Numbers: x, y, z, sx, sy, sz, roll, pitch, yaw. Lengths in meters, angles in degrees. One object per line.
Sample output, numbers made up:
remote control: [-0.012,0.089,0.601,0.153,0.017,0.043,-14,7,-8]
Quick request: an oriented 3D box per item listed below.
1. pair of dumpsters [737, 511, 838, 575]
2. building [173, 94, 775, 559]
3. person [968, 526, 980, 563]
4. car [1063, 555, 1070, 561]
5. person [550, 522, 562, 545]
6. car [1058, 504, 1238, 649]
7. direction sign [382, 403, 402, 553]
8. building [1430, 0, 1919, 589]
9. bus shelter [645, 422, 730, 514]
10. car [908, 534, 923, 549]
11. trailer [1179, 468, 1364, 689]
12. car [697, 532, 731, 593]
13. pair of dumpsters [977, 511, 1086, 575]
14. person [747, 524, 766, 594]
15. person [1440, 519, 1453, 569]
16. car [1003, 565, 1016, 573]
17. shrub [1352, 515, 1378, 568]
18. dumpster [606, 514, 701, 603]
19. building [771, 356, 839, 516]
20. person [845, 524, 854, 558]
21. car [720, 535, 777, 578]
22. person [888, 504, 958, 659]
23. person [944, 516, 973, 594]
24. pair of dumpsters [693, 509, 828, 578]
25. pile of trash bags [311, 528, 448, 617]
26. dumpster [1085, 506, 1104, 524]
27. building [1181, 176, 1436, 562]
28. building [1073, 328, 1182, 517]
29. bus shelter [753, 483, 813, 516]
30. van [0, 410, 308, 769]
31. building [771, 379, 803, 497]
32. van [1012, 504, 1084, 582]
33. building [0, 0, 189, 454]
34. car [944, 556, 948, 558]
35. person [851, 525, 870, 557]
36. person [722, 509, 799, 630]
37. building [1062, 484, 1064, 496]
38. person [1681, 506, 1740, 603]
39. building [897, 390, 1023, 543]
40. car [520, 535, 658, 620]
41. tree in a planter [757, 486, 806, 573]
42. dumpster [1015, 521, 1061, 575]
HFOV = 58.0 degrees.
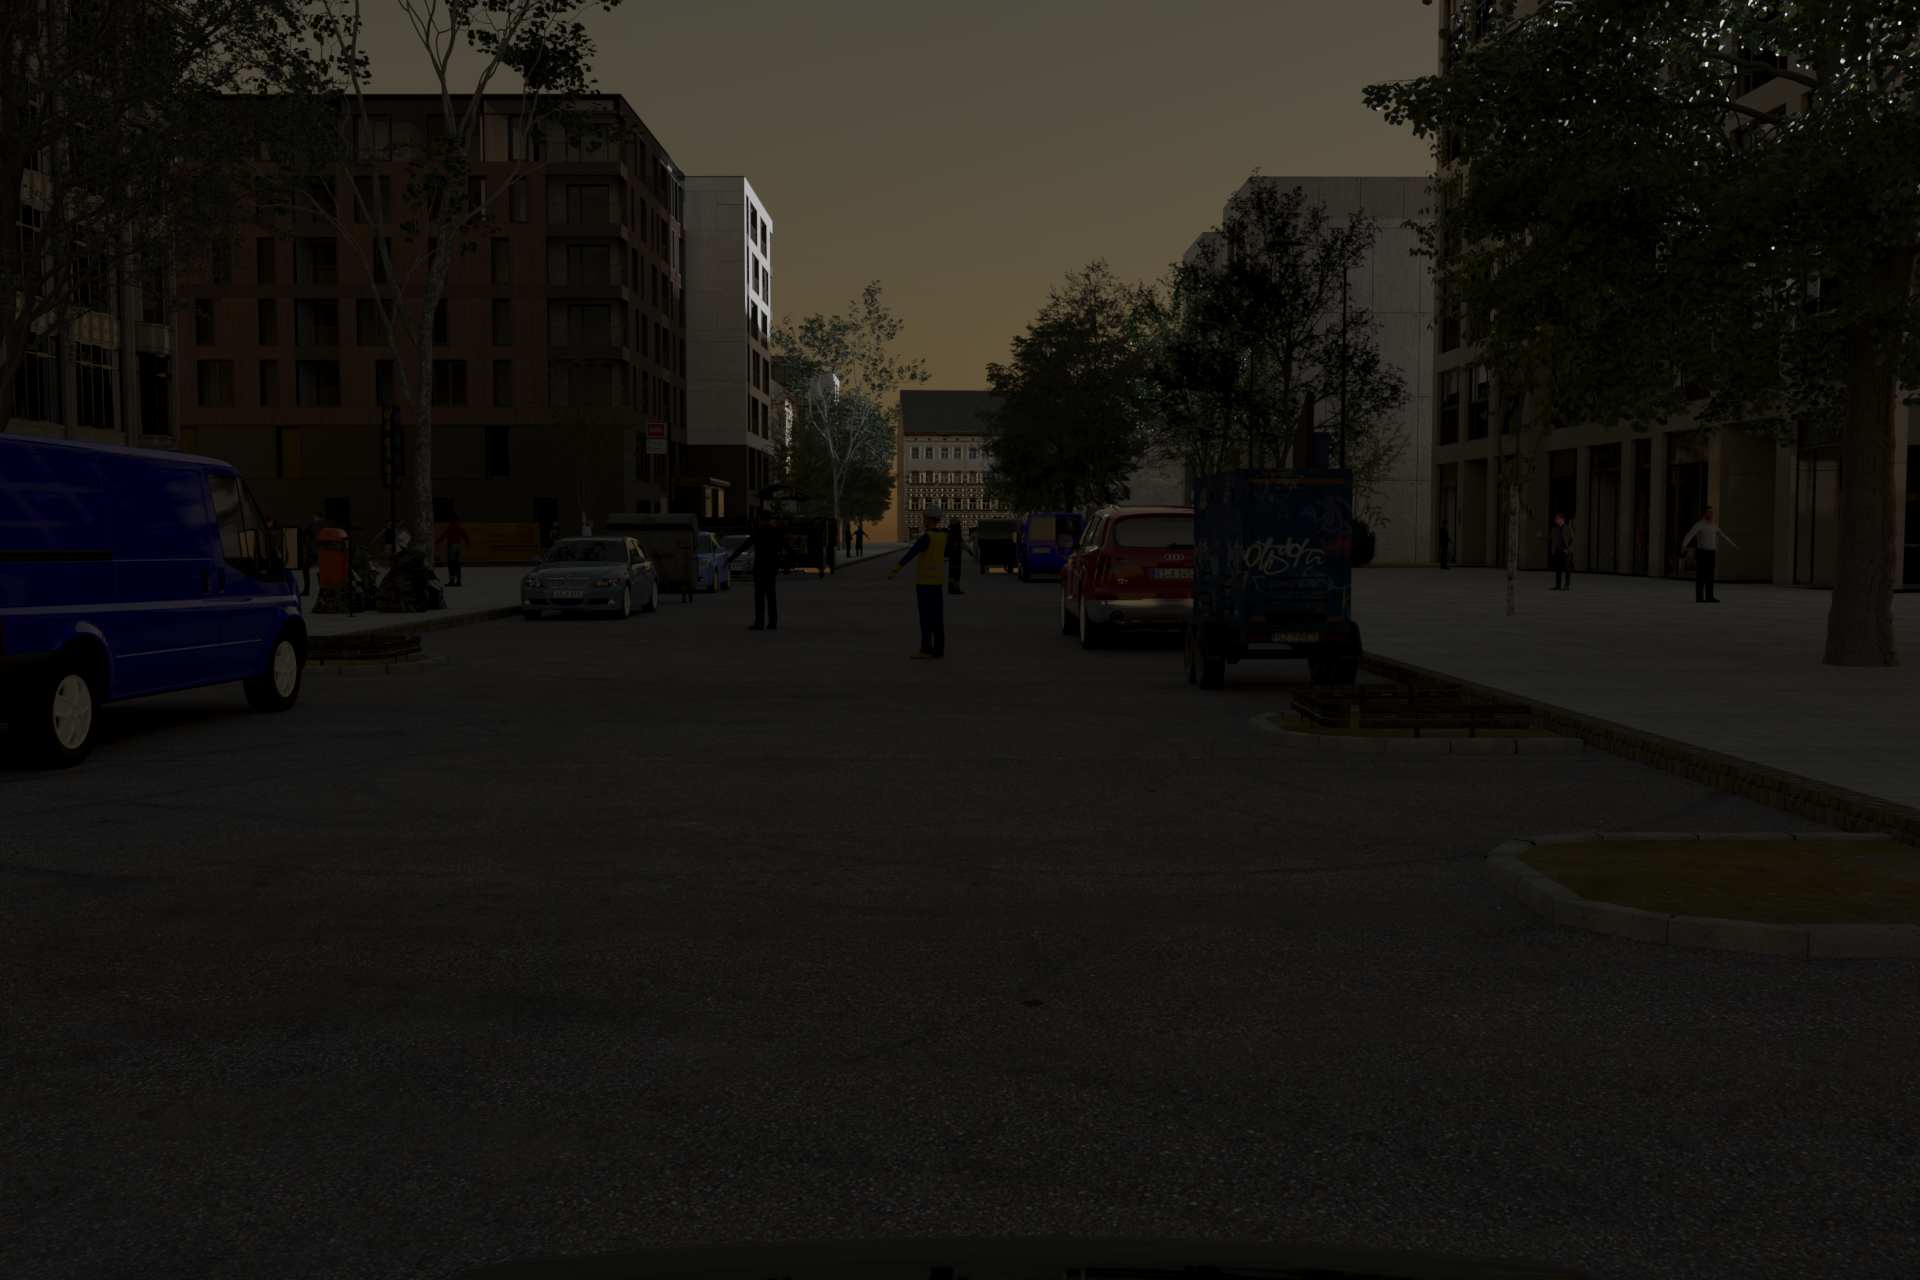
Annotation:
pair of dumpsters: [-6.543,-3.446,61.298,4.436,2.255,1.574,0,4,-1]
building: [-26.183,-15.480,97.066,27.936,21.610,32.646,0,4,0]
person: [0.818,-4.663,84.884,0.705,1.806,1.347,3,5,43]
car: [2.934,-1.357,31.982,2.009,1.686,4.222,0,4,0]
person: [-18.687,-4.557,80.274,0.705,1.858,1.354,-2,4,-34]
car: [2.490,-0.881,23.079,2.281,1.827,5.304,0,4,-1]
direction sign: [-9.970,-2.352,30.460,0.379,3.537,0.876,0,4,0]
building: [29.068,-15.313,53.563,19.350,26.588,34.151,0,4,0]
bus shelter: [-10.220,-5.335,64.864,2.179,5.291,8.768,0,4,-1]
car: [-2.788,-7.088,127.681,2.131,1.459,4.920,0,4,0]
trailer: [2.884,-0.609,17.009,1.471,1.999,3.904,0,4,-1]
car: [-6.757,-2.055,43.186,1.945,1.707,3.694,0,3,0]
pair of dumpsters: [2.825,-3.460,61.522,4.436,2.255,1.574,0,4,0]
person: [-4.736,-1.940,40.980,0.721,1.733,1.217,1,4,17]
person: [17.614,-3.475,62.859,0.704,1.823,1.345,0,4,2]
car: [2.583,-3.459,65.343,1.959,1.807,4.718,0,4,-1]
shrub: [15.165,-3.786,66.328,1.690,2.028,1.600,0,3,0]
dumpster: [-6.424,-1.717,36.293,1.865,1.857,1.264,0,4,0]
building: [-29.870,-22.672,214.664,27.936,21.610,32.646,0,4,0]
person: [-6.071,-5.438,94.843,0.705,1.837,1.347,-1,4,-15]
car: [-6.501,-2.436,51.826,2.014,1.417,4.499,0,3,0]
person: [-0.397,-0.675,19.963,0.721,1.772,1.216,3,4,37]
person: [-0.101,-2.019,41.240,0.705,1.856,1.354,-2,4,-28]
pair of dumpsters: [-6.524,-3.142,56.321,4.436,2.255,1.574,0,4,0]
pile of trash bags: [-9.651,-1.127,28.177,1.912,1.369,3.447,0,4,0]
dumpster: [2.858,-1.140,26.859,1.865,1.857,1.264,0,4,-1]
building: [22.613,-13.944,94.443,16.747,18.905,31.486,0,4,-1]
building: [22.188,-22.160,193.242,19.493,23.208,18.063,0,4,0]
bus shelter: [-7.272,-4.755,71.661,2.014,3.302,5.546,0,4,-1]
van: [-6.363,-0.480,12.234,2.240,2.365,5.245,0,4,-1]
building: [-27.788,-21.869,188.482,19.493,23.208,18.063,0,4,1]
van: [2.758,-2.967,52.895,2.240,2.365,5.245,0,4,-2]
building: [-32.971,-13.780,41.959,14.369,24.946,33.146,0,4,1]
car: [-0.879,-4.982,93.815,2.083,1.381,4.827,0,4,-1]
person: [-5.751,-5.657,98.619,1.347,1.817,0.704,-2,4,-24]
person: [-2.945,-1.061,26.022,1.346,1.802,0.704,-3,5,-39]
building: [21.675,-24.209,226.744,19.493,23.208,18.063,0,4,0]
person: [14.003,-1.608,32.441,1.344,1.810,0.704,-1,4,-19]
building: [-0.066,-26.261,262.757,18.063,23.208,19.493,0,4,-5]
car: [-6.456,-1.135,30.567,2.014,1.417,4.499,0,4,0]
tree in a planter: [-6.772,-4.116,64.521,1.991,3.239,1.994,0,4,0]
dumpster: [2.775,-3.097,58.851,1.865,1.857,1.264,0,4,-1]
